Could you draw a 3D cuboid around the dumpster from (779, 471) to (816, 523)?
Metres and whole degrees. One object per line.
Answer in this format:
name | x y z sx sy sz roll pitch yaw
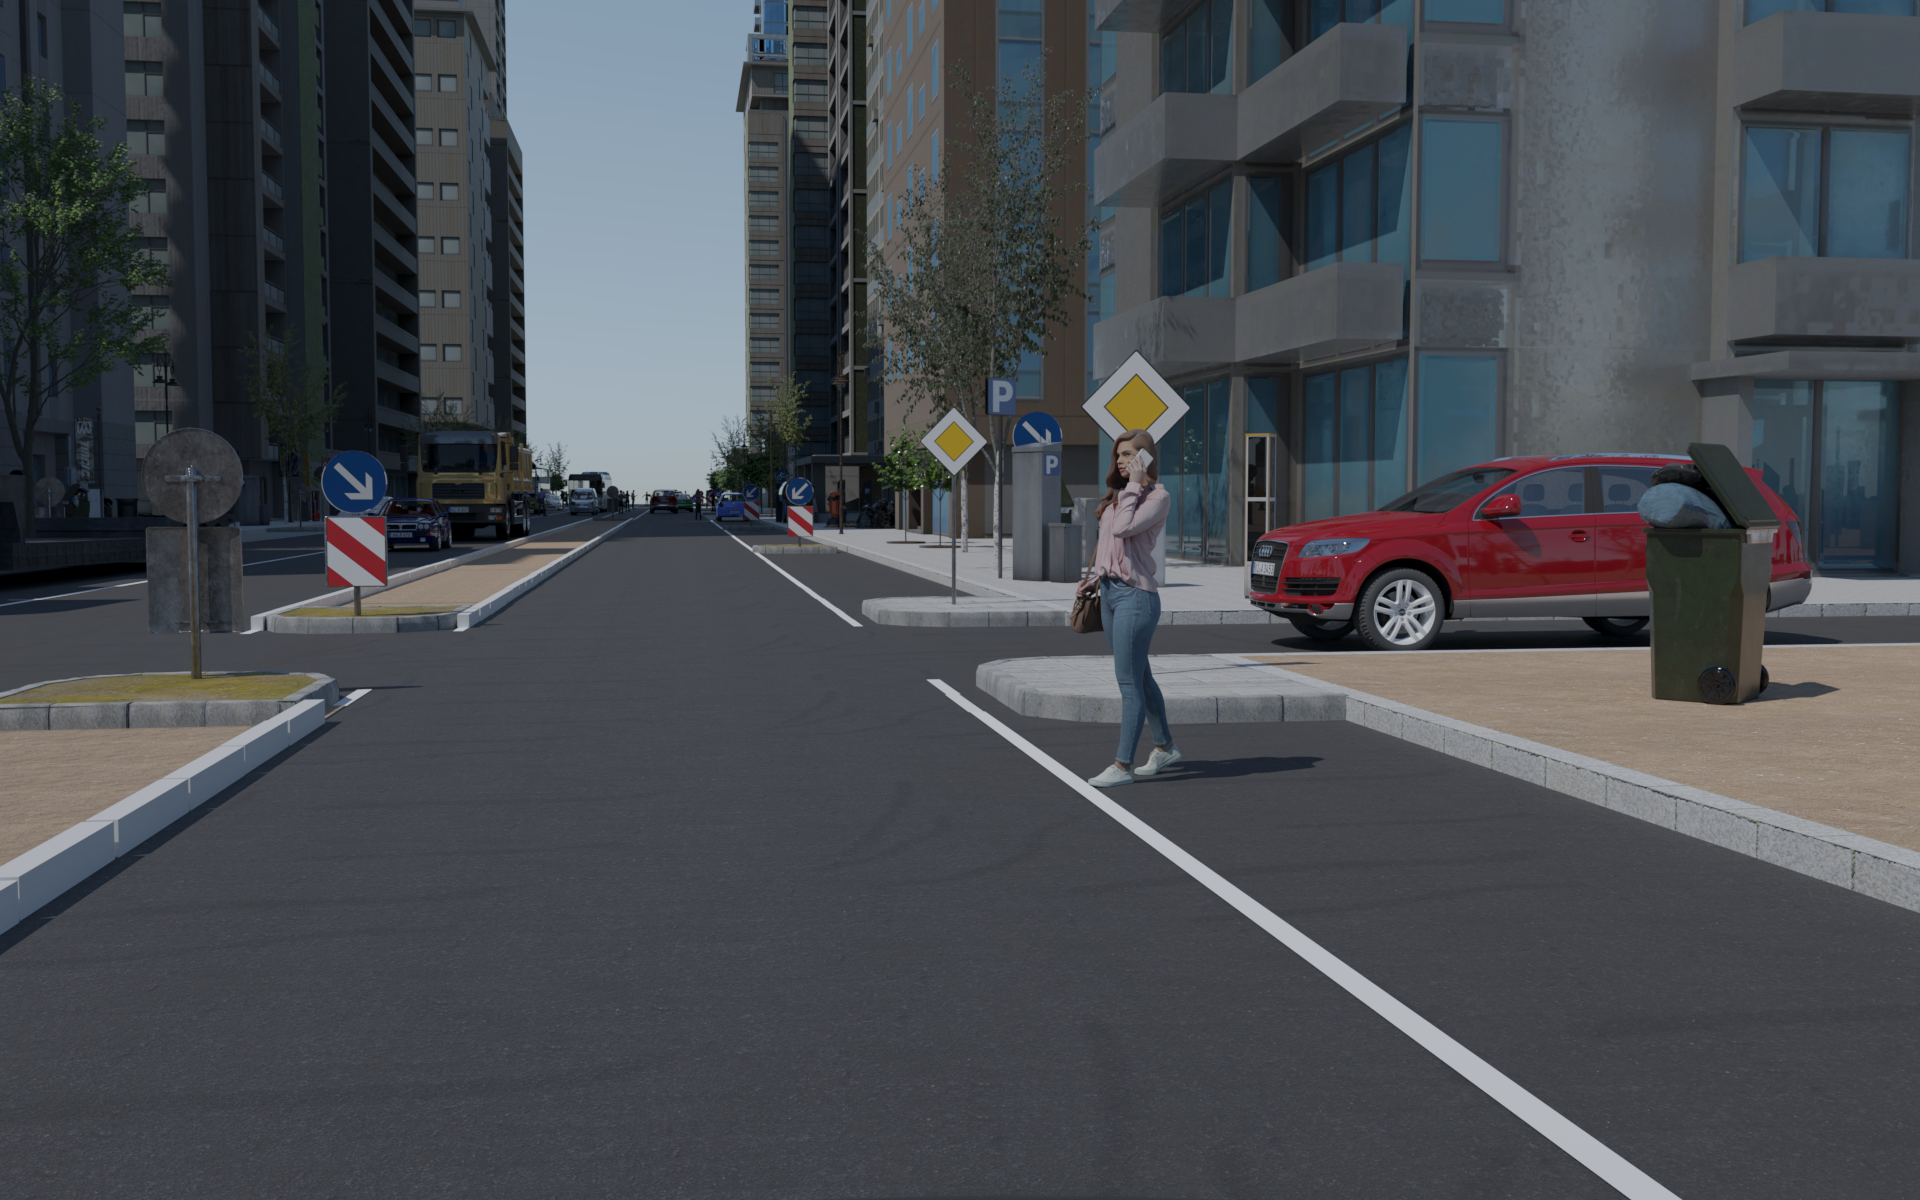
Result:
dumpster | -7.085 -4.470 75.570 1.502 2.255 1.985 -1 4 -9

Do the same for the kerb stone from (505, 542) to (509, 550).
kerb stone | -11.620 -1.329 43.922 0.120 0.150 1.000 -1 4 -9

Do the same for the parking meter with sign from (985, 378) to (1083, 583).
parking meter with sign | 1.124 -1.793 25.577 0.543 3.016 1.738 -3 4 -38

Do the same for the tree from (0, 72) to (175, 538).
tree | -23.970 -7.232 43.998 9.928 11.665 9.643 0 3 0

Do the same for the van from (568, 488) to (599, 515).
van | -25.599 -6.785 117.949 2.013 2.044 4.112 0 4 -8

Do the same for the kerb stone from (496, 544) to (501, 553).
kerb stone | -11.288 -1.205 41.902 0.120 0.150 1.000 -1 4 -9

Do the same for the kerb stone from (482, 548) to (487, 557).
kerb stone | -10.791 -1.020 38.870 0.120 0.150 1.000 -1 4 -9

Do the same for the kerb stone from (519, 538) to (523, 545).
kerb stone | -12.289 -1.576 47.959 0.120 0.150 1.000 -1 4 -9

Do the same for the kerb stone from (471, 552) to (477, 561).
kerb stone | -10.456 -0.893 36.841 0.120 0.150 1.000 -1 4 -9

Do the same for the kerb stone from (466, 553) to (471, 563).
kerb stone | -10.284 -0.832 35.834 0.120 0.150 1.000 -1 4 -9

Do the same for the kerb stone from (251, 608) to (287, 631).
kerb stone | -7.449 0.219 18.642 0.120 0.150 1.000 -1 4 -9

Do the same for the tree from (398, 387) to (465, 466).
tree | -36.185 -10.296 118.699 4.360 8.622 3.978 0 3 0

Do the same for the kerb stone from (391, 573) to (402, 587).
kerb stone | -8.786 -0.275 26.732 0.120 0.150 1.000 -1 4 -9

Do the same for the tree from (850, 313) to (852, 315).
tree | -0.132 -5.342 37.697 4.360 8.622 3.978 0 3 0

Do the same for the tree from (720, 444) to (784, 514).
tree | -12.836 -7.840 111.899 4.285 4.588 4.351 0 3 0

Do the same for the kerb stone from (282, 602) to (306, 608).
kerb stone | -7.621 0.156 19.649 0.120 0.150 1.000 -1 4 -9

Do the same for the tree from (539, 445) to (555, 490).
tree | -47.649 -14.543 188.146 4.737 8.622 4.395 0 3 0

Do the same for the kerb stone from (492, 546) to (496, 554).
kerb stone | -11.119 -1.144 40.893 0.120 0.150 1.000 -1 4 -9

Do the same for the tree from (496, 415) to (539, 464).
tree | -42.730 -12.891 161.134 4.737 8.622 4.395 0 3 0

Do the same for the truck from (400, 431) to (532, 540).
truck | -15.553 -3.657 55.710 3.469 3.379 9.791 0 4 -8

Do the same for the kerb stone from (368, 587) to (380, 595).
kerb stone | -8.457 -0.154 24.707 0.120 0.150 1.000 -1 4 -9

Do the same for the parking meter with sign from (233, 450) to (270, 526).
parking meter with sign | -28.607 -4.493 69.727 0.543 3.016 1.738 1 4 22

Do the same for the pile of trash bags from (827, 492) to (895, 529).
pile of trash bags | -3.292 -3.335 64.273 3.447 1.369 1.912 -2 4 -26

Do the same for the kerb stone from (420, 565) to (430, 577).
kerb stone | -9.287 -0.463 29.763 0.120 0.150 1.000 -1 4 -9

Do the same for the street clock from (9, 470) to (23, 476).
street clock | -27.976 -2.870 51.503 0.471 2.002 0.358 0 4 6

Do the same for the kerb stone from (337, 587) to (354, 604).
kerb stone | -8.120 -0.029 22.680 0.120 0.150 1.000 -1 4 -9

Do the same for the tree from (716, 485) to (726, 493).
tree | -27.489 -12.612 200.813 1.663 3.219 1.824 0 3 0

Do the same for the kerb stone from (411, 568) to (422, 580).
kerb stone | -9.117 -0.398 28.756 0.120 0.150 1.000 -1 4 -9

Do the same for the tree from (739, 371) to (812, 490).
tree | -10.743 -9.394 103.955 4.737 8.622 4.395 0 3 0

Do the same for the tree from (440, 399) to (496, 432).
tree | -39.109 -11.338 135.735 4.737 8.622 4.395 0 3 0

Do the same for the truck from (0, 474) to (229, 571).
truck | -15.398 -2.289 27.192 2.967 4.110 18.799 0 4 -8

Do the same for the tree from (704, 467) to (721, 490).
tree | -24.324 -12.167 182.642 4.285 4.588 4.351 0 3 0

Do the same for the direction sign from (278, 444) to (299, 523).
direction sign | -30.221 -5.262 78.031 0.876 3.537 0.379 -2 4 -31

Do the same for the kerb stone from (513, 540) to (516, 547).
kerb stone | -11.952 -1.452 45.942 0.120 0.150 1.000 -1 4 -9

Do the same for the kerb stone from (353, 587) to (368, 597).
kerb stone | -8.286 -0.092 23.692 0.120 0.150 1.000 -1 4 -9

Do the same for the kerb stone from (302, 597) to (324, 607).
kerb stone | -7.786 0.094 20.663 0.120 0.150 1.000 -1 4 -9

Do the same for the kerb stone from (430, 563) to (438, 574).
kerb stone | -9.457 -0.525 30.774 0.120 0.150 1.000 -1 4 -9

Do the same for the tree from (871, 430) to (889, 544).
tree | -1.526 -3.073 44.847 1.663 3.219 1.824 0 3 0

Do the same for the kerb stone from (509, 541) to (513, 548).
kerb stone | -11.782 -1.390 44.931 0.120 0.150 1.000 -1 4 -9

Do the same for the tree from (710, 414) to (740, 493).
tree | -20.615 -12.712 158.203 4.737 8.622 4.395 0 3 0

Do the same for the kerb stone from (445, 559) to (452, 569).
kerb stone | -9.793 -0.643 32.801 0.120 0.150 1.000 -1 4 -9

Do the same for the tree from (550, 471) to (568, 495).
tree | -56.915 -15.909 243.824 4.285 4.588 4.351 0 3 0

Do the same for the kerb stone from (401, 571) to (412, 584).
kerb stone | -8.955 -0.339 27.740 0.120 0.150 1.000 -1 4 -9

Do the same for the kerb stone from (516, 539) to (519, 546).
kerb stone | -12.120 -1.513 46.951 0.120 0.150 1.000 -1 4 -9

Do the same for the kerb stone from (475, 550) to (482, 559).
kerb stone | -10.620 -0.954 37.857 0.120 0.150 1.000 -1 4 -9

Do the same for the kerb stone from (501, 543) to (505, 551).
kerb stone | -11.454 -1.267 42.910 0.120 0.150 1.000 -1 4 -9

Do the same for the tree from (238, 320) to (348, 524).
tree | -28.531 -7.537 73.595 4.737 8.622 4.395 0 3 0

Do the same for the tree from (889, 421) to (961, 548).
tree | -0.404 -2.865 41.447 1.663 3.219 1.824 0 3 0

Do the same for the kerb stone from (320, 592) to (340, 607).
kerb stone | -7.953 0.032 21.671 0.120 0.150 1.000 -1 4 -9

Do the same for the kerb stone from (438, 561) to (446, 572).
kerb stone | -9.609 -0.586 31.785 0.120 0.150 1.000 -1 4 -9

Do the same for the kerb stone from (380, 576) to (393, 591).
kerb stone | -8.611 -0.216 25.725 0.120 0.150 1.000 -1 4 -9

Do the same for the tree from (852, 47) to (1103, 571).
tree | 0.566 -4.814 29.076 4.360 8.622 3.978 0 3 0

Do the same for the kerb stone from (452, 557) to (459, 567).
kerb stone | -9.949 -0.711 33.814 0.120 0.150 1.000 -1 4 -9

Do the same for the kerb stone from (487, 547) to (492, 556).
kerb stone | -10.957 -1.082 39.878 0.120 0.150 1.000 -1 4 -9

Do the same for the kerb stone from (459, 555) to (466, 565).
kerb stone | -10.116 -0.772 34.826 0.120 0.150 1.000 -1 4 -9

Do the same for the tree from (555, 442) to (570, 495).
tree | -55.825 -17.654 239.003 4.737 8.622 4.395 0 3 0
